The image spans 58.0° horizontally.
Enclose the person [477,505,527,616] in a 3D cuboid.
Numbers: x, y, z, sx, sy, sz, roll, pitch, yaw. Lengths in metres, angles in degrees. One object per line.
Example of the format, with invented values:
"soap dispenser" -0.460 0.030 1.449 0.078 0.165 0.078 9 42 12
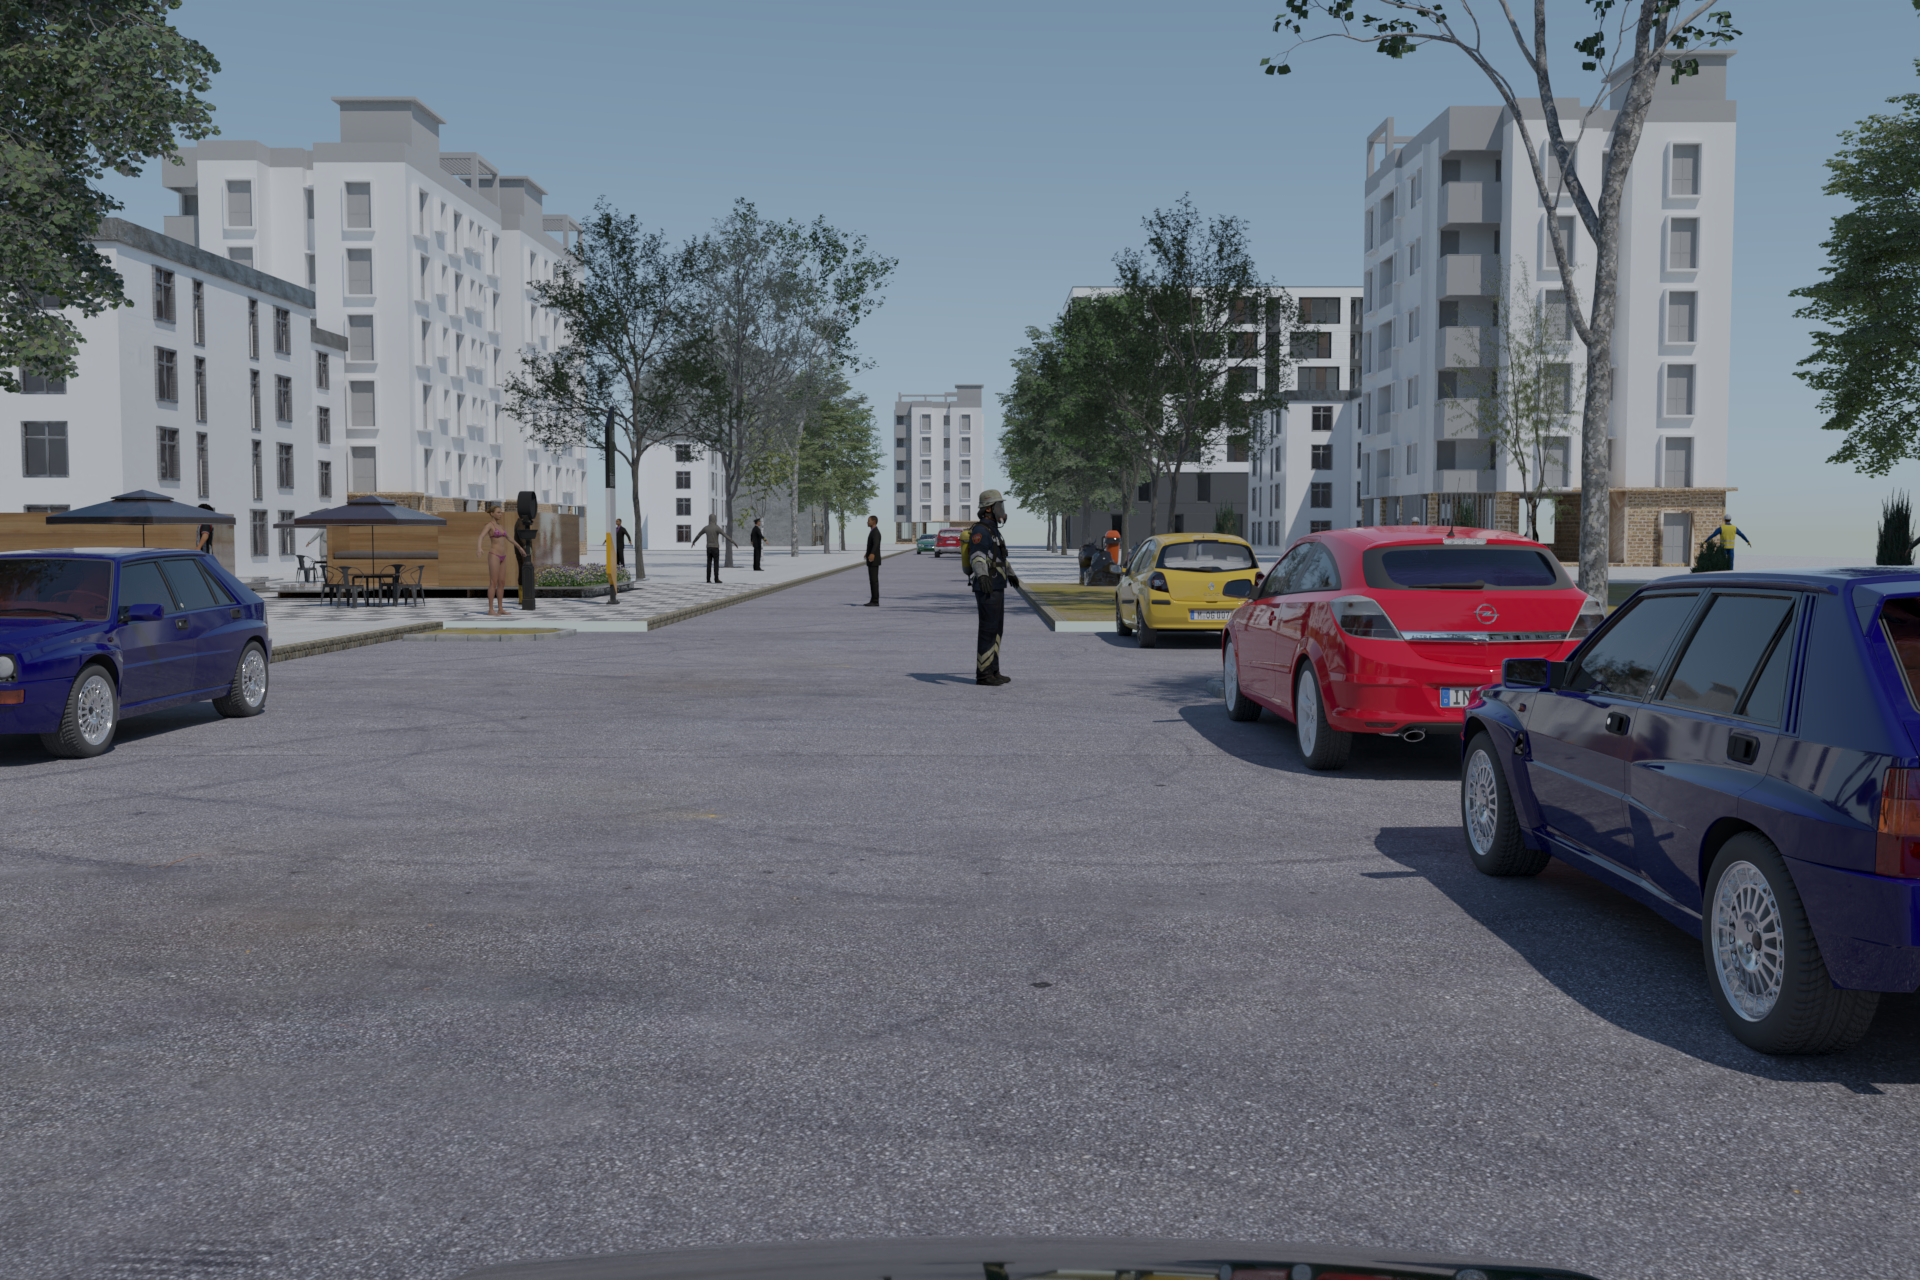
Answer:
"person" -7.239 -1.254 27.301 0.721 1.733 1.217 1 4 21

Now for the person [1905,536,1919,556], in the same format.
"person" 16.806 -1.416 29.426 1.348 1.796 0.705 3 4 36

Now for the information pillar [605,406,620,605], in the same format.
"information pillar" -6.345 -2.454 31.477 0.183 3.616 0.504 0 4 1

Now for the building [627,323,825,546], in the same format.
"building" -24.576 -21.828 187.820 19.493 23.208 18.063 0 4 0

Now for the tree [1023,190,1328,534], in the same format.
"tree" 5.796 -6.951 48.057 8.767 10.594 7.601 1 4 9

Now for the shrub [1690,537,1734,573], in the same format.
"shrub" 17.256 -1.752 39.755 1.383 1.207 1.383 0 3 0

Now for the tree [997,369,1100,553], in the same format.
"tree" 6.194 -12.032 114.855 7.486 12.596 7.792 0 3 0

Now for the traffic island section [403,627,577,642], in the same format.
"traffic island section" -6.431 -0.073 24.061 1.991 0.108 1.994 0 4 1

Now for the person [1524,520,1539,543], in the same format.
"person" 20.807 -3.490 63.245 1.347 1.806 0.705 -3 5 -41

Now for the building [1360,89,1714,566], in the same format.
"building" 23.983 -13.675 80.007 16.016 20.090 11.380 0 4 0

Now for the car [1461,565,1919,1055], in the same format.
"car" 3.038 0.396 6.108 1.945 1.354 3.894 0 3 0

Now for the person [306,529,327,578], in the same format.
"person" -18.494 -2.704 50.402 0.705 1.806 1.347 1 4 19

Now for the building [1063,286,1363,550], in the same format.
"building" 23.238 -19.286 159.304 27.936 21.610 32.646 0 3 0

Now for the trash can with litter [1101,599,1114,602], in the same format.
"trash can with litter" 3.519 -1.286 32.091 1.678 1.210 2.233 0 4 -1

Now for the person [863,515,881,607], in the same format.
"person" -1.743 -1.568 34.312 0.704 1.802 1.346 0 4 -8

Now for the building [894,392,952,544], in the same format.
"building" -7.985 -22.219 222.149 11.380 20.090 16.016 0 4 -7

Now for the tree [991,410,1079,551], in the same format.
"tree" 6.821 -13.454 130.348 12.009 13.543 11.850 0 3 0

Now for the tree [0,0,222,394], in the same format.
"tree" -12.288 -6.805 17.915 9.857 13.997 8.962 0 3 0

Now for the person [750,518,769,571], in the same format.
"person" -7.019 -3.319 60.193 0.705 1.837 1.347 -2 4 -31

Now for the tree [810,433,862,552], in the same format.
"tree" -8.676 -10.504 122.096 4.737 8.622 4.395 0 3 0

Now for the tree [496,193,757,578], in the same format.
"tree" -9.337 -6.977 48.486 7.601 10.594 8.767 -2 4 -28

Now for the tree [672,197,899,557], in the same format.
"tree" -9.981 -14.793 97.747 12.611 20.169 13.585 0 3 0

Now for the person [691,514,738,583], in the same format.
"person" -6.453 -2.396 45.299 1.348 1.813 0.705 1 4 18

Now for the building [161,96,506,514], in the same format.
"building" -28.441 -13.453 76.381 16.016 20.090 11.380 0 4 -1

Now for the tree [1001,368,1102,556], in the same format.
"tree" 6.210 -10.851 103.176 9.928 11.665 9.643 0 3 0

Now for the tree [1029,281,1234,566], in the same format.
"tree" 6.801 -8.784 69.381 9.928 11.665 9.643 0 3 0

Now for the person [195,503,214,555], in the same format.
"person" -13.368 -1.495 30.594 0.704 1.843 1.345 -1 4 -20

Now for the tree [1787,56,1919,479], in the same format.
"tree" 22.437 -7.380 38.793 7.486 12.596 7.792 0 3 0

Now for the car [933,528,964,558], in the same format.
"car" -0.525 -5.938 105.759 2.281 1.827 5.304 0 4 0

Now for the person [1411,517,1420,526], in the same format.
"person" 12.963 -2.644 49.688 0.721 1.772 1.216 -1 4 -14

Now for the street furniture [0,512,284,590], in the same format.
"street furniture" -19.854 -1.842 36.972 9.812 1.723 11.010 -1 4 -10

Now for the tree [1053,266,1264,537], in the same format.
"tree" 6.683 -7.510 57.208 7.601 10.594 8.767 -2 4 -23

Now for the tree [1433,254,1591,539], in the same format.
"tree" 15.033 -5.790 45.034 4.360 8.622 3.978 0 3 0

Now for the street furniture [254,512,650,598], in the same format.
"street furniture" -9.677 -1.908 38.057 9.812 1.723 11.010 0 4 -1

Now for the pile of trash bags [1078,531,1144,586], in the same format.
"pile of trash bags" 3.942 -2.095 44.012 1.912 1.369 3.447 0 4 1

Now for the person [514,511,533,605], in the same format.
"person" -7.910 -1.553 31.523 0.704 1.812 1.346 -1 4 -15

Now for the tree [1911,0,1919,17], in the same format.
"tree" 8.369 -5.552 8.900 7.486 12.596 7.792 0 3 0

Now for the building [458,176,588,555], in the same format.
"building" -27.883 -14.462 92.879 16.016 20.090 11.380 0 4 1

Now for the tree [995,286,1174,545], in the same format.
"tree" 6.652 -11.272 90.957 9.857 13.997 8.962 0 3 0

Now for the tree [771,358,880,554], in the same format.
"tree" -9.006 -11.813 111.274 7.486 12.596 7.792 0 3 0

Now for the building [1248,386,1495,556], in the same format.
"building" 23.464 -9.721 101.084 9.099 9.664 28.070 0 4 0

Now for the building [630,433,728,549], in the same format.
"building" -25.436 -13.191 157.818 9.099 9.664 28.070 0 4 0

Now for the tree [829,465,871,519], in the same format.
"tree" -14.785 -17.518 220.837 7.601 10.594 8.767 0 4 1

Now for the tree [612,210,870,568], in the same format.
"tree" -8.663 -9.485 65.442 12.009 13.543 11.850 0 3 0

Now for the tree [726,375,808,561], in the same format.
"tree" -9.250 -7.995 81.082 4.737 8.622 4.395 0 3 0

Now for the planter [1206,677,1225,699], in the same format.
"planter" 3.252 0.342 15.552 1.991 0.319 1.994 0 4 0

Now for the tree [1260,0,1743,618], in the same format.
"tree" 9.279 -10.392 25.797 12.611 20.169 13.585 0 3 0

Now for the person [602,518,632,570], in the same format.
"person" -11.347 -3.140 57.571 1.346 1.802 0.704 3 4 36

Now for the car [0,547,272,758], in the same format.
"car" -6.390 0.018 12.292 1.945 1.354 3.894 0 3 0

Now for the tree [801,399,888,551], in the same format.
"tree" -9.037 -12.609 131.909 9.928 11.665 9.643 0 3 0

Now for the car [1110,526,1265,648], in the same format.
"car" 3.071 -0.796 23.235 2.015 1.641 3.980 0 4 -1

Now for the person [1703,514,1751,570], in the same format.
"person" 21.109 -2.552 47.691 1.349 1.833 0.705 0 4 7

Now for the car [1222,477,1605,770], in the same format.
"car" 2.972 -0.182 12.009 2.155 1.783 4.494 0 4 -1

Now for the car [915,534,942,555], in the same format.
"car" -2.122 -6.757 122.277 2.131 1.459 4.920 0 3 0

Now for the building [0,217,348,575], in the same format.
"building" -26.844 -7.213 60.080 9.099 9.664 28.070 0 4 0

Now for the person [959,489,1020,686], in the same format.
"person" 0.315 -0.504 16.481 0.705 1.856 1.354 1 4 14

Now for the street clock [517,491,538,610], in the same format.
"street clock" -7.270 -1.503 29.143 0.358 2.002 0.471 0 4 1
